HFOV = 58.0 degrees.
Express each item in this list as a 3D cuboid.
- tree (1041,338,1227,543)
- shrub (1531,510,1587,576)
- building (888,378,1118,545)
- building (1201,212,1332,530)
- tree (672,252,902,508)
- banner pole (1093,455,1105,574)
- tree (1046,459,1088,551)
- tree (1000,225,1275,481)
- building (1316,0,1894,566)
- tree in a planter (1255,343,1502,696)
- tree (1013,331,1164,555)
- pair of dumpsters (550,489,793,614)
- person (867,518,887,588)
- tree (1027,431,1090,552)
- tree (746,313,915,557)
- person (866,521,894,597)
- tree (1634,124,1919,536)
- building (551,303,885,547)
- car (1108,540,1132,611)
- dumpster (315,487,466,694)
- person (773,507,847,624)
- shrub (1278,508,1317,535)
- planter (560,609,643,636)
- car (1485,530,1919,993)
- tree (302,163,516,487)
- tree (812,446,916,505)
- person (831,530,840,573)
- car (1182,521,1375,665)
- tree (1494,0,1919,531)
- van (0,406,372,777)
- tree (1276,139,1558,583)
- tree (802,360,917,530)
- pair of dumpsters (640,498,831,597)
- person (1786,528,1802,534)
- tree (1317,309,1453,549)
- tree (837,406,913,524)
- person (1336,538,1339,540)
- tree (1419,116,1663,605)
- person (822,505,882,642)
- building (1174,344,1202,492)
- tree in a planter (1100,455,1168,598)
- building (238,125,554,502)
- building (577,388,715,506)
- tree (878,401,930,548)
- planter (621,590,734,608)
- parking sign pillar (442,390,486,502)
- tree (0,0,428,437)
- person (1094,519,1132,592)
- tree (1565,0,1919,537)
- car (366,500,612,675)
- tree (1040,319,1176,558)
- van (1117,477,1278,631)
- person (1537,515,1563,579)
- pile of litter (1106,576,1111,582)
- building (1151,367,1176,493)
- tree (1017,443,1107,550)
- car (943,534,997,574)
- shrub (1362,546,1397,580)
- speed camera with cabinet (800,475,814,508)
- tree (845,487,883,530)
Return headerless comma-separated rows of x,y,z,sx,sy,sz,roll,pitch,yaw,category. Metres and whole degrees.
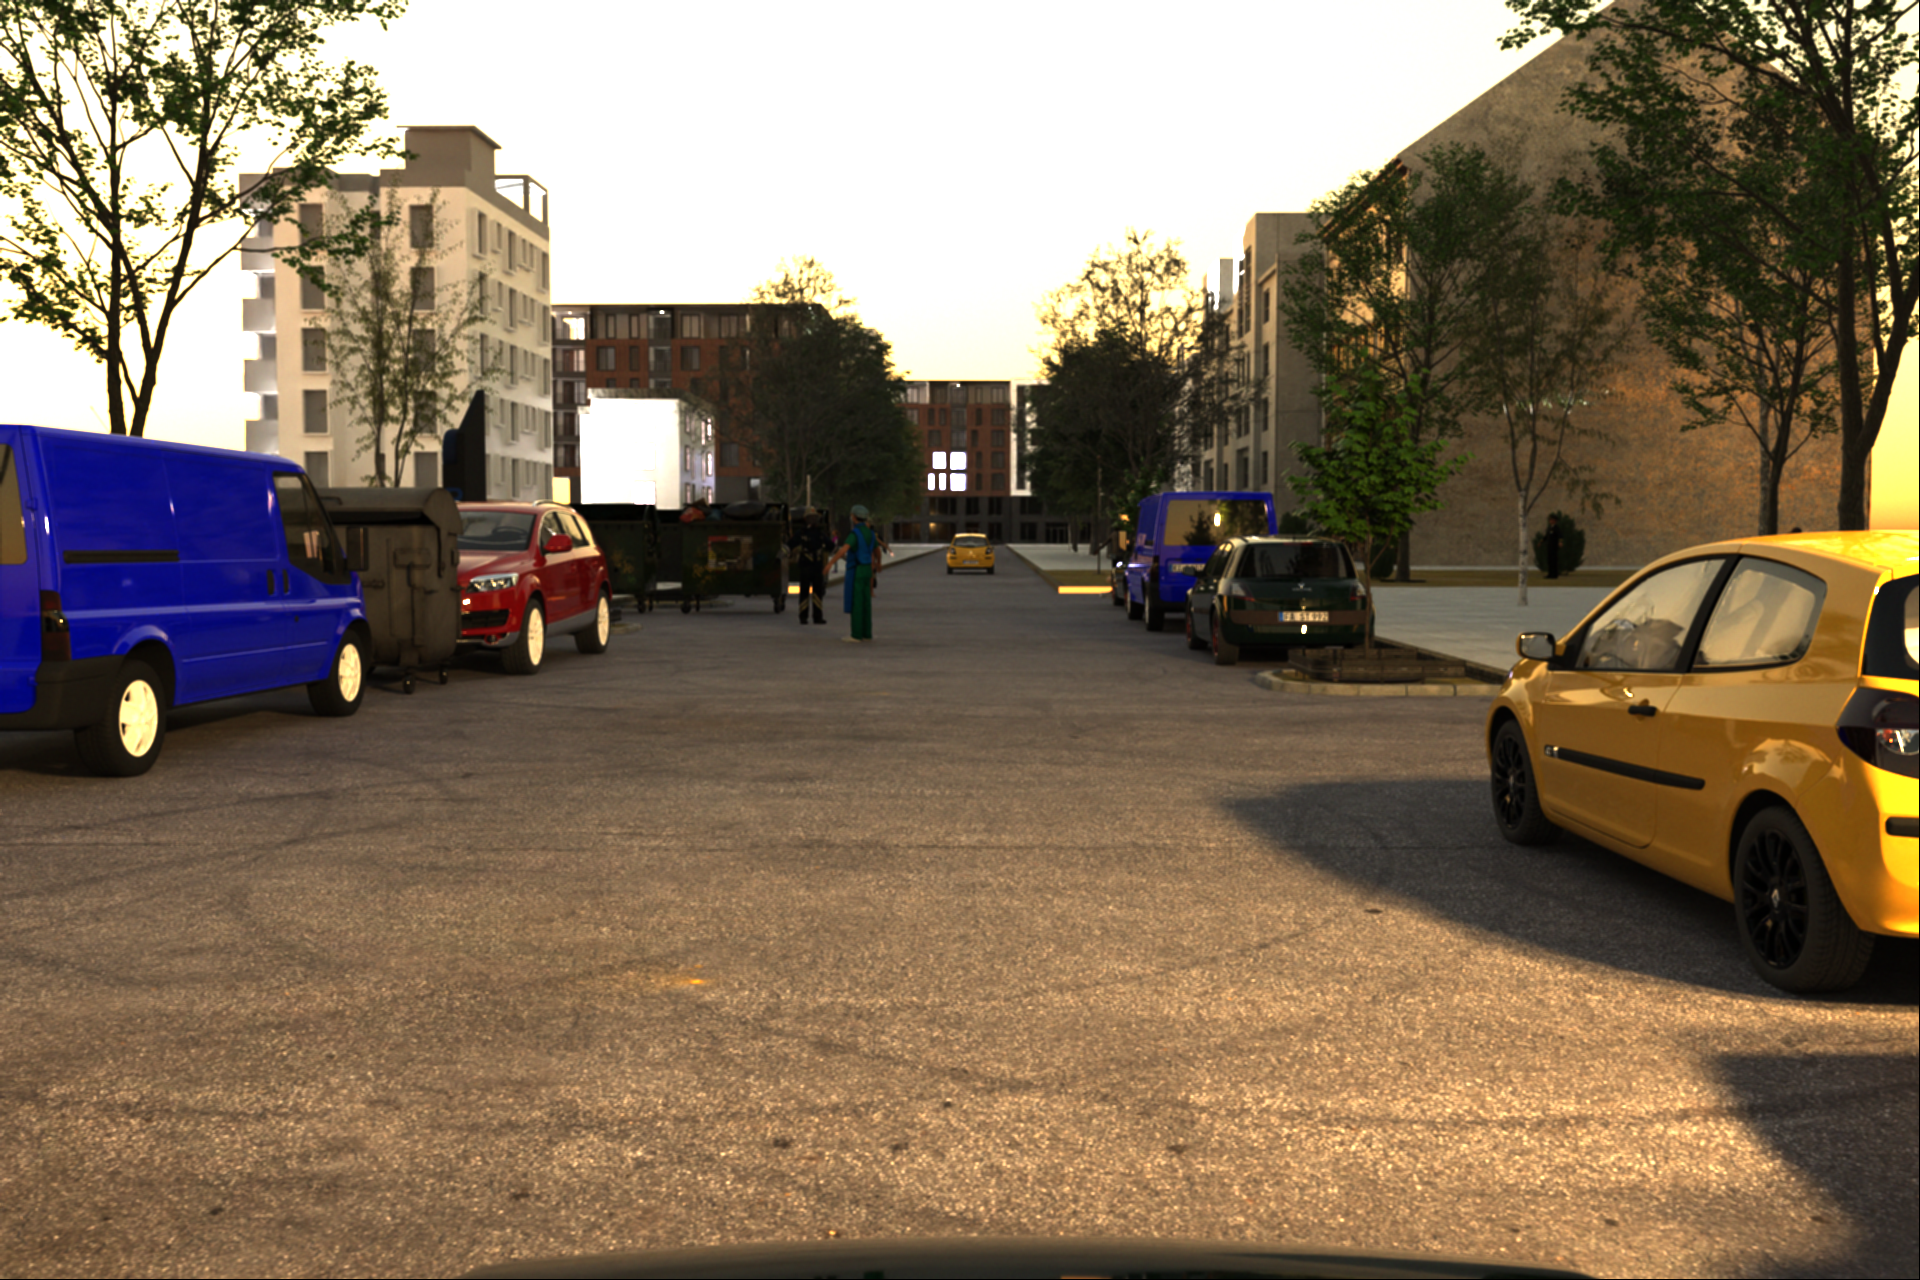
8.020,-8.964,80.967,8.767,10.594,7.601,-1,4,-11,tree
18.547,-3.038,53.706,1.661,2.075,1.752,0,3,0,shrub
4.116,-24.007,238.937,32.646,21.610,27.936,0,4,-2,building
24.757,-14.518,103.819,16.747,18.905,31.486,0,4,1,building
-7.196,-10.060,74.857,12.009,13.543,11.850,0,3,0,tree
4.421,-3.964,54.834,0.401,3.779,0.863,0,4,1,banner pole
8.308,-11.128,132.307,4.737,8.622,4.395,0,3,0,tree
7.180,-9.661,68.320,12.009,13.543,11.850,0,3,0,tree
27.372,-15.109,77.966,19.493,23.208,18.063,0,4,2,building
3.843,-1.164,16.260,1.991,3.239,1.994,0,3,0,tree in a planter
8.246,-12.268,107.236,9.857,13.997,8.962,0,3,0,tree
-5.320,-1.631,31.624,4.436,2.255,1.574,0,4,1,pair of dumpsters
-2.413,-2.304,45.911,1.354,1.856,0.705,-3,5,-45,person
8.022,-11.562,123.447,7.601,10.594,8.767,-3,5,-42,tree
-7.270,-11.752,98.797,9.857,13.997,8.962,0,3,0,tree
-2.120,-1.853,39.560,1.217,1.733,0.721,-1,4,-11,person
21.017,-7.247,44.240,9.928,11.665,9.643,0,3,0,tree
-22.397,-19.938,169.958,27.936,21.610,32.646,0,4,1,building
3.920,-1.450,33.498,2.009,1.686,4.222,0,3,0,car
-5.624,-0.472,15.940,1.865,1.857,1.264,0,4,2,dumpster
-2.366,-1.184,27.602,1.354,1.856,0.705,-2,4,-27,person
10.130,-2.979,52.744,1.661,2.075,1.752,0,3,0,shrub
-5.754,-0.263,25.434,1.991,0.319,1.994,0,4,2,planter
3.387,0.207,6.841,2.015,1.641,3.980,0,4,0,car
-11.745,-5.178,35.030,4.360,8.622,3.978,0,3,0,tree
-7.169,-11.338,119.785,8.767,10.594,7.601,0,4,-2,tree
-4.196,-2.939,57.320,0.599,1.433,0.991,0,4,-8,person
3.664,-0.643,20.298,2.009,1.686,4.222,0,4,1,car
10.071,-5.700,18.956,9.928,11.665,9.643,0,3,0,tree
-5.745,-0.458,11.880,2.240,2.365,5.245,0,4,1,van
12.007,-7.354,45.991,9.928,11.665,9.643,0,3,0,tree
-6.491,-11.734,109.979,7.486,12.596,7.792,0,3,0,tree
-5.191,-2.124,39.671,4.436,2.255,1.574,0,4,1,pair of dumpsters
18.472,-1.808,38.837,0.697,1.427,0.421,2,4,32,person
13.772,-6.537,57.243,4.737,8.622,4.395,0,3,0,tree
-7.278,-13.319,135.889,7.486,12.596,7.792,0,3,0,tree
15.806,-4.238,75.141,1.347,1.847,0.705,2,4,27,person
10.222,-4.949,31.279,4.360,8.622,3.978,0,3,0,tree
-1.365,-0.885,23.050,0.704,1.817,1.347,2,4,29,person
26.447,-19.276,171.585,16.016,20.090,11.380,0,4,1,building
4.192,-2.576,39.347,1.991,3.239,1.994,0,4,1,tree in a planter
-27.345,-13.777,81.682,16.016,20.090,11.380,0,4,0,building
-20.487,-10.493,113.706,9.099,9.664,28.070,0,4,0,building
-6.010,-13.985,146.783,7.486,12.596,7.792,0,3,0,tree
-5.553,-0.813,34.436,1.991,0.319,1.994,0,4,1,planter
-9.094,-2.651,31.813,1.447,3.967,1.447,0,4,1,parking sign pillar
-11.499,-6.003,23.905,9.928,11.665,9.643,0,3,0,tree
3.812,-2.024,41.678,1.348,1.813,0.705,3,5,41,person
27.613,-12.469,59.754,12.611,20.169,13.585,0,3,0,tree
-5.299,-0.651,19.310,2.281,1.827,5.304,0,4,1,car
7.795,-10.605,91.522,7.486,12.596,7.792,0,3,0,tree
3.710,-1.396,27.208,2.240,2.365,5.245,0,4,1,van
17.021,-2.683,49.798,0.705,1.837,1.347,-1,4,-9,person
4.435,-1.941,45.700,1.176,0.858,1.719,0,4,0,pile of litter
25.611,-20.531,192.100,16.016,20.090,11.380,0,4,1,building
9.125,-12.633,140.964,8.767,10.594,7.601,-2,4,-31,tree
0.371,-3.229,63.021,2.015,1.641,3.980,0,4,0,car
11.763,-2.291,48.578,1.383,1.207,1.383,0,3,0,shrub
-5.198,-3.931,58.608,0.660,3.252,2.038,0,4,3,speed camera with cabinet
-6.203,-10.886,128.343,4.360,8.622,3.978,0,3,0,tree
